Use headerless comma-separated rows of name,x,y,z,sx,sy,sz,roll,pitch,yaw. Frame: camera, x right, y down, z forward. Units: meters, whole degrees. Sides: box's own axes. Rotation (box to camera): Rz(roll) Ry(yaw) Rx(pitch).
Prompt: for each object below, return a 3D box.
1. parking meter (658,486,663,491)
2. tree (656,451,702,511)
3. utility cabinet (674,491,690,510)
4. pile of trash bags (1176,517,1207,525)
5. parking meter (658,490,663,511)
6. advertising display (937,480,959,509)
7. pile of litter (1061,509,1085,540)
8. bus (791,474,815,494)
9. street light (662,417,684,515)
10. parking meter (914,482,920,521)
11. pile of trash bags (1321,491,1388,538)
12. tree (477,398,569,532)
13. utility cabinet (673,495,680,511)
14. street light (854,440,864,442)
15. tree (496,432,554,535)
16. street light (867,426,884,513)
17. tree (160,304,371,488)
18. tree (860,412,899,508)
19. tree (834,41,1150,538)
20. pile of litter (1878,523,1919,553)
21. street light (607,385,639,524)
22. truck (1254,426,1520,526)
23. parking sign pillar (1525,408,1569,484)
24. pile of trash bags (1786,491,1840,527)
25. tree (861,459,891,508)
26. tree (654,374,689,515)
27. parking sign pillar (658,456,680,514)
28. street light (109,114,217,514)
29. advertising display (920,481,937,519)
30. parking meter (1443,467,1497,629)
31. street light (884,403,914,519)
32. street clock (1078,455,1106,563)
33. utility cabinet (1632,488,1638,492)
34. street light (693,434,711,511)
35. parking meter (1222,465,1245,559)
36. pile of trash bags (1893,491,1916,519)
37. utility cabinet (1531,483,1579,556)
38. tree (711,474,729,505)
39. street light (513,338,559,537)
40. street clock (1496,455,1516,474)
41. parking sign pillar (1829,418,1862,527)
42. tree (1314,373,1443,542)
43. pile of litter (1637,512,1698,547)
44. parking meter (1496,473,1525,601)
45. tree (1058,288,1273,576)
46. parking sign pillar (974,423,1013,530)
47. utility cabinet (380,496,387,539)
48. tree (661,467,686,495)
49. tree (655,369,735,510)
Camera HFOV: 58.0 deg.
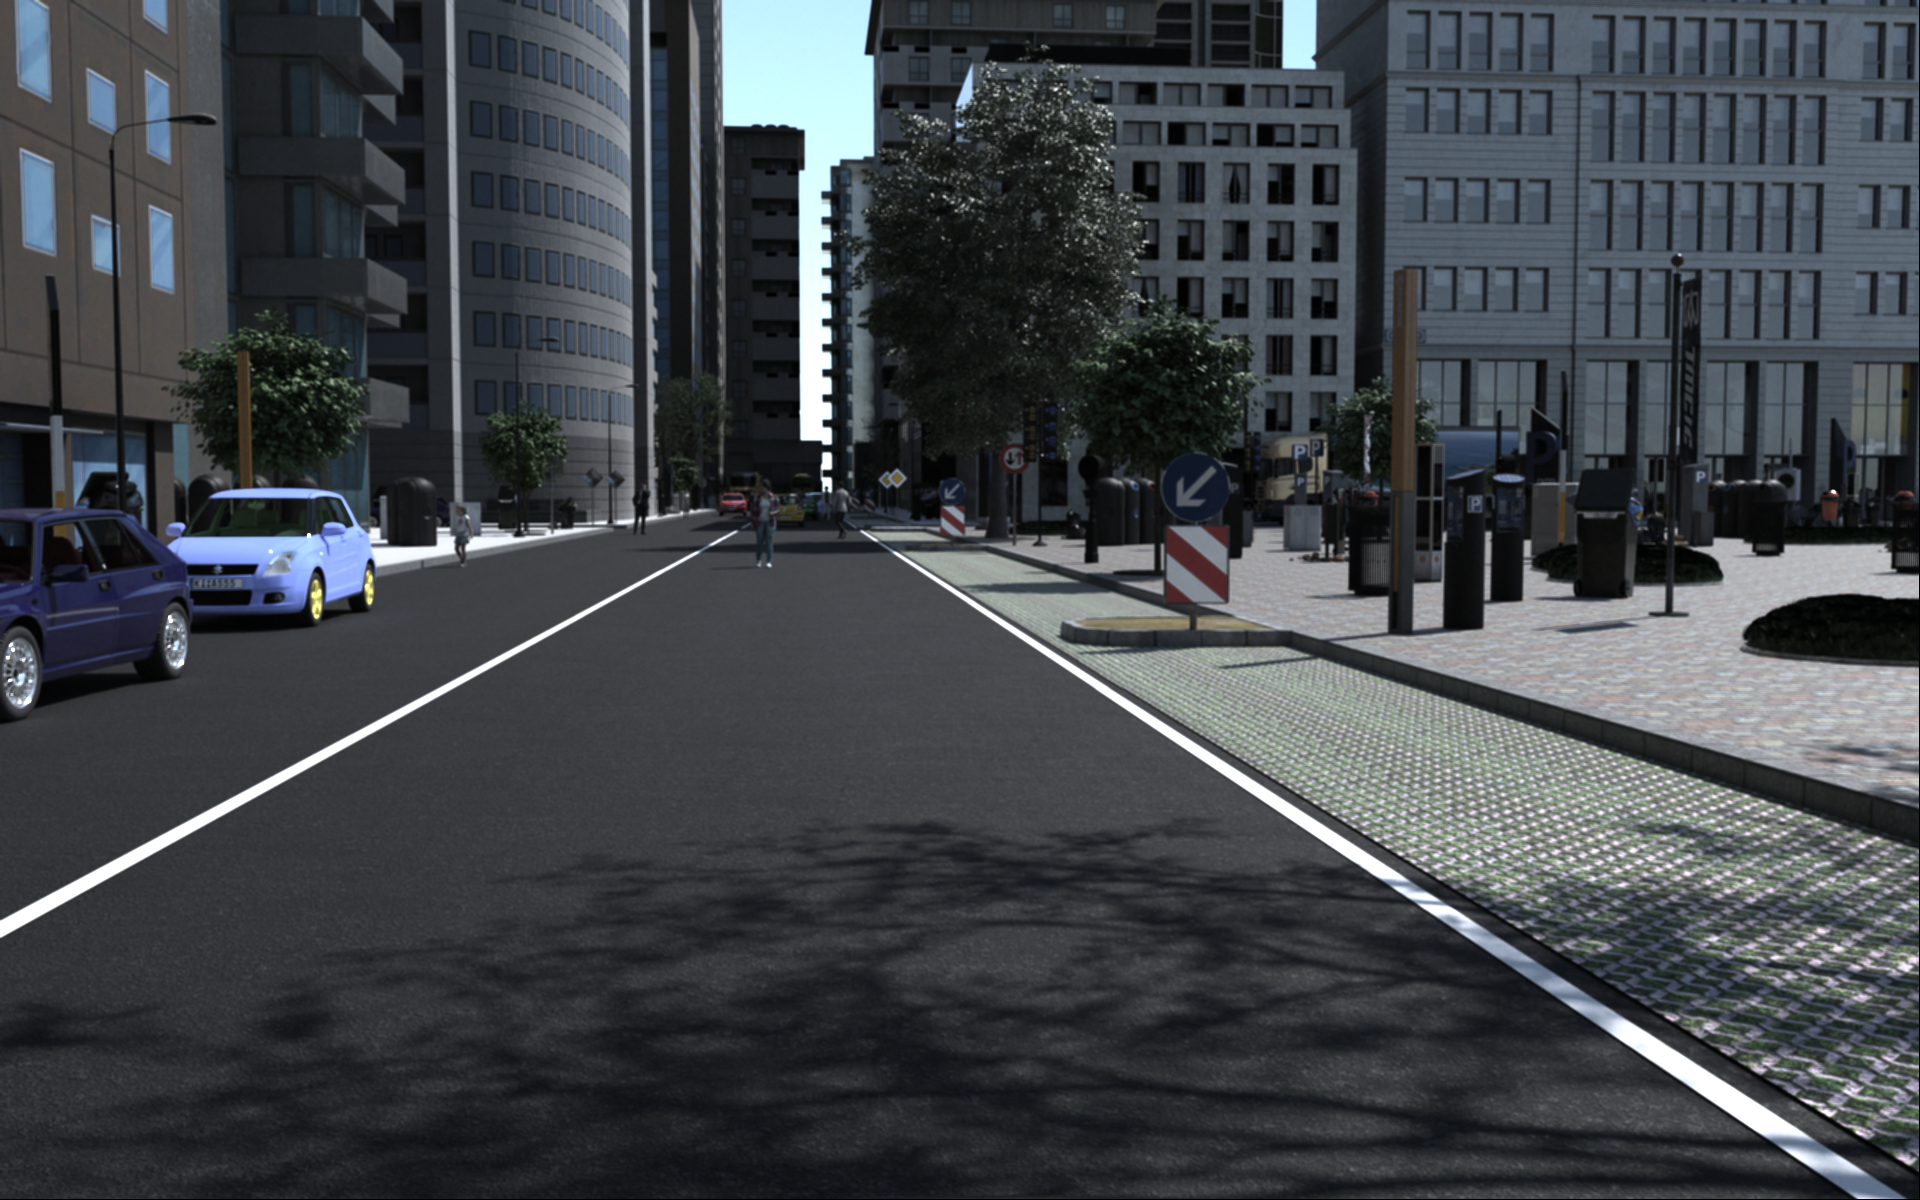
parking meter,-21.658,-7.323,125.435,0.399,1.863,0.255,1,4,9
tree,-21.114,-8.955,130.122,4.285,4.588,4.351,0,3,0
utility cabinet,-21.493,-7.655,133.832,1.173,1.500,0.318,-2,4,-29
pile of trash bags,5.962,-2.481,50.309,3.447,1.369,1.912,0,4,-3
parking meter,-19.857,-6.508,114.817,0.372,1.533,0.369,0,3,0
advertising display,-0.486,-4.366,76.597,0.974,1.923,0.123,2,4,35
pile of litter,3.474,-2.173,49.499,1.176,0.858,1.719,0,4,3
bus,-19.137,-13.386,210.404,2.896,3.916,12.252,0,4,-4
street light,-17.195,-8.025,103.744,1.470,5.913,1.316,0,4,-5
parking meter,-2.055,-4.721,82.901,0.255,1.863,0.399,1,4,9
pile of trash bags,12.131,-2.616,52.518,1.912,1.369,3.447,2,4,25
tree,-14.888,-4.623,59.306,4.285,4.588,4.351,0,3,0
utility cabinet,-19.549,-6.520,117.767,1.020,1.237,0.306,-3,5,-44
street light,-8.404,-10.800,149.128,1.470,5.913,1.316,0,4,-5
tree,-13.624,-3.634,54.017,1.663,3.219,1.824,0,3,0
street light,-5.648,-8.951,118.895,1.470,5.913,1.316,0,4,-5
tree,-11.976,-2.834,30.058,4.285,4.588,4.351,0,3,0
tree,-7.130,-12.551,155.579,4.360,8.622,3.978,0,3,0
tree,1.094,-8.807,50.654,9.857,13.997,8.962,0,3,0
pile of litter,21.158,-1.501,38.506,1.719,0.858,1.176,-1,4,-9
street light,-14.315,-6.176,73.523,1.470,5.913,1.316,0,4,-5
truck,17.393,-5.099,72.289,11.283,4.237,2.839,0,4,-4
parking sign pillar,18.125,-3.979,53.536,1.447,3.967,1.447,-2,4,-35
pile of trash bags,27.735,-2.872,56.705,1.912,1.369,3.447,0,4,-3
tree,-7.859,-10.966,163.002,4.285,4.588,4.351,0,3,0
tree,-18.760,-9.567,106.777,4.360,8.622,3.978,0,3,0
parking sign pillar,-18.811,-7.544,111.814,1.447,3.967,1.447,0,4,-2
street light,-9.781,-2.980,21.269,1.470,5.913,1.316,0,4,-5
advertising display,-1.594,-5.082,88.308,0.974,1.923,0.123,-1,4,-11
parking meter,4.819,-0.497,16.537,0.372,1.533,0.369,0,3,0
street light,-2.966,-7.102,88.655,1.470,5.913,1.316,0,4,-5
street clock,2.449,-1.690,32.199,0.471,2.002,0.358,3,4,37
utility cabinet,24.869,-3.459,65.230,1.173,1.500,0.318,3,5,44
street light,-19.962,-9.874,133.976,1.470,5.913,1.316,0,4,-5
parking meter,5.438,-1.759,34.478,0.399,1.863,0.255,0,4,-6
pile of trash bags,53.024,-5.419,98.361,1.912,1.369,3.447,1,4,13
utility cabinet,11.949,-1.585,34.598,0.318,1.500,1.173,-2,4,-26
tree,-23.576,-10.716,169.806,1.663,3.219,1.824,0,3,0
street light,-12.598,-4.829,51.496,1.470,5.913,1.316,0,4,-5
street clock,10.020,-1.667,31.828,0.358,2.002,0.471,0,4,0
parking sign pillar,31.593,-4.497,61.994,1.447,3.967,1.447,-3,5,-42
tree,11.372,-3.878,47.117,4.285,4.588,4.351,0,3,0
pile of litter,16.894,-1.685,41.520,1.719,0.858,1.176,0,4,-2
parking meter,6.586,-0.759,20.826,0.372,1.533,0.369,0,3,0
tree,3.272,-2.695,27.777,4.285,4.588,4.351,0,3,0
parking sign pillar,1.242,-4.515,62.285,1.447,3.967,1.447,3,5,42
utility cabinet,-15.962,-2.333,49.299,1.020,1.237,0.306,-1,4,-13
tree,-20.038,-7.746,121.252,1.663,3.219,1.824,0,3,0
tree,-22.273,-13.327,143.651,9.928,11.665,9.643,0,3,0
